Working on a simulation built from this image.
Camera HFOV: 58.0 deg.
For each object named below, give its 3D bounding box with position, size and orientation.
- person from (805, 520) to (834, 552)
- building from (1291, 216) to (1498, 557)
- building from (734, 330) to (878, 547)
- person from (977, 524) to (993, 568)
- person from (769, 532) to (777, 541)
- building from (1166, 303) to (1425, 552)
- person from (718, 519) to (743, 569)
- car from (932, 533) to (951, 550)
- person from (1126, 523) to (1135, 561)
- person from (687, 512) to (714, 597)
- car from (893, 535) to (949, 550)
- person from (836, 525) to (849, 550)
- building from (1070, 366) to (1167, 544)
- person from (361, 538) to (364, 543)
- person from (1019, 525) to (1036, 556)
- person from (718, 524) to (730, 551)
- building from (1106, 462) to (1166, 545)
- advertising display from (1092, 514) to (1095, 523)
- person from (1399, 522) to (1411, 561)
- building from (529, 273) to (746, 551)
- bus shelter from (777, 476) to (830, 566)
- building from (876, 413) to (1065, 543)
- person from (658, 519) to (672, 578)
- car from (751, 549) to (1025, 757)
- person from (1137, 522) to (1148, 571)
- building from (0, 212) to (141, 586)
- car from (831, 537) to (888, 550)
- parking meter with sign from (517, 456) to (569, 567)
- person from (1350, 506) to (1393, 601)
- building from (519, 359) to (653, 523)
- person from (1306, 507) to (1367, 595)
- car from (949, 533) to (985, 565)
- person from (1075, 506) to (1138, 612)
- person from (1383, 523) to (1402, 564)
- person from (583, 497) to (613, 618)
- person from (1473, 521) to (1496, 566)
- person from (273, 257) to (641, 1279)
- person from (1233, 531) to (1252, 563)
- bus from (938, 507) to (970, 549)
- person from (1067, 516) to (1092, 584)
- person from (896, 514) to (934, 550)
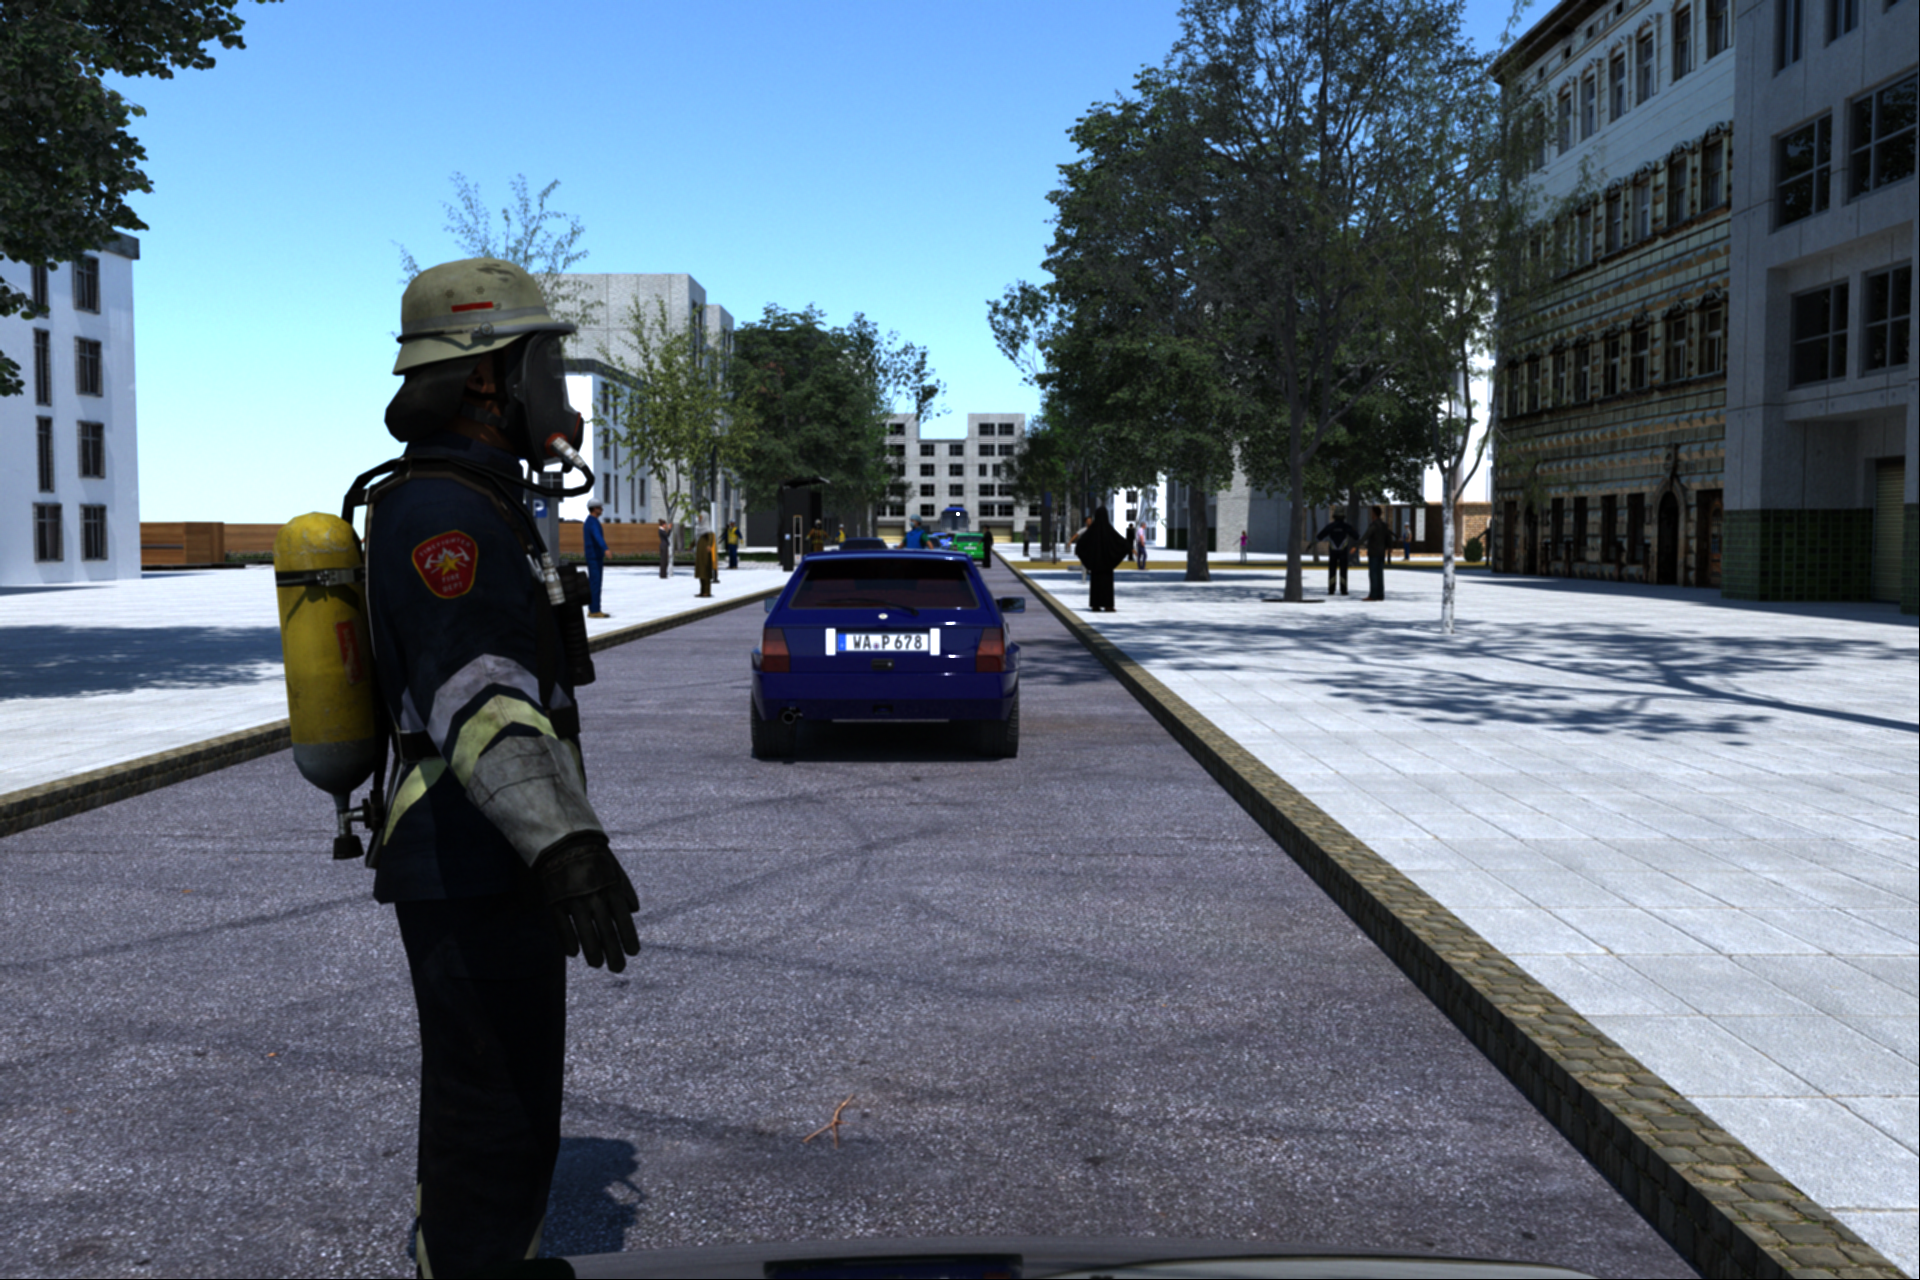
[{"bbox_3d":[-5.597,-3.834,68.461,1.354,1.858,0.705,-3,4,-36],"label":"person"},{"bbox_3d":[26.365,-15.502,109.878,16.016,20.090,11.380,0,4,0],"label":"building"},{"bbox_3d":[-24.122,-21.168,190.068,27.936,21.610,32.646,0,4,1],"label":"building"},{"bbox_3d":[1.116,-3.934,72.717,0.705,1.837,1.347,2,4,28],"label":"person"},{"bbox_3d":[-9.980,-5.518,96.407,1.347,1.806,0.705,1,4,21],"label":"person"},{"bbox_3d":[26.376,-16.489,136.052,16.747,18.905,31.486,0,4,0],"label":"building"},{"bbox_3d":[-8.385,-3.533,63.737,1.349,1.833,0.705,3,5,43],"label":"person"},{"bbox_3d":[-1.720,-8.220,143.981,1.945,1.707,3.694,0,4,0],"label":"car"},{"bbox_3d":[8.240,-4.707,83.139,0.705,1.806,1.347,-1,4,-19],"label":"person"},{"bbox_3d":[-5.272,-1.736,35.164,0.721,1.736,1.217,-2,4,-28],"label":"person"},{"bbox_3d":[-1.410,-3.118,62.975,2.014,1.417,4.499,0,4,1],"label":"car"},{"bbox_3d":[-5.996,-5.038,88.843,0.721,1.772,1.216,2,4,33],"label":"person"},{"bbox_3d":[24.676,-24.572,232.672,19.493,23.208,18.063,0,4,0],"label":"building"},{"bbox_3d":[-11.856,-1.794,35.505,0.704,1.807,1.345,2,4,30],"label":"person"},{"bbox_3d":[3.824,-5.703,99.378,0.705,1.813,1.348,3,5,44],"label":"person"},{"bbox_3d":[-13.104,-5.619,97.805,1.347,1.837,0.705,-3,5,-43],"label":"person"},{"bbox_3d":[23.126,-16.381,209.974,9.099,9.664,28.070,0,4,1],"label":"building"},{"bbox_3d":[4.398,-3.145,56.631,0.123,1.923,0.974,0,4,0],"label":"advertising display"},{"bbox_3d":[21.472,-4.740,83.354,0.705,1.847,1.347,0,4,-6],"label":"person"},{"bbox_3d":[-26.800,-16.330,133.449,16.747,18.905,31.486,0,4,0],"label":"building"},{"bbox_3d":[-6.602,-5.034,73.583,1.731,3.624,6.357,0,4,0],"label":"bus shelter"},{"bbox_3d":[1.131,-23.861,259.047,31.486,18.905,16.747,0,4,1],"label":"building"},{"bbox_3d":[-8.447,-2.638,49.983,0.742,1.727,0.445,3,5,40],"label":"person"},{"bbox_3d":[-0.483,0.007,12.468,1.945,1.354,3.894,0,4,0],"label":"car"},{"bbox_3d":[6.456,-3.314,61.169,0.436,1.711,0.756,0,4,5],"label":"person"},{"bbox_3d":[-24.274,-5.705,35.420,9.099,9.664,28.070,0,4,1],"label":"building"},{"bbox_3d":[-3.028,-2.553,54.322,1.945,1.354,3.894,0,4,0],"label":"car"},{"bbox_3d":[-6.924,-1.992,28.823,0.543,3.016,1.738,0,4,0],"label":"parking meter with sign"},{"bbox_3d":[7.950,-1.660,33.203,1.348,1.821,0.705,-3,5,-43],"label":"person"},{"bbox_3d":[-21.726,-9.481,97.160,9.099,9.664,28.070,0,4,1],"label":"building"},{"bbox_3d":[7.970,-1.871,36.461,1.351,1.845,0.704,1,4,17],"label":"person"},{"bbox_3d":[0.416,-4.261,78.469,1.959,1.807,4.718,0,4,-1],"label":"car"},{"bbox_3d":[2.386,-1.331,28.549,1.214,1.737,0.721,3,4,38],"label":"person"},{"bbox_3d":[18.128,-4.083,73.480,1.216,1.740,0.721,0,4,-3],"label":"person"},{"bbox_3d":[-5.578,-1.268,26.612,0.705,1.842,1.347,-1,4,-22],"label":"person"},{"bbox_3d":[21.570,-3.920,70.367,1.348,1.796,0.705,1,4,12],"label":"person"},{"bbox_3d":[-0.724,0.337,2.732,0.705,1.856,1.354,-1,4,-19],"label":"person"},{"bbox_3d":[12.682,-4.186,77.704,0.991,1.433,0.599,-2,4,-25],"label":"person"},{"bbox_3d":[-0.446,-10.417,161.860,2.896,3.916,12.251,0,4,1],"label":"bus"},{"bbox_3d":[3.342,-2.318,44.664,1.217,1.739,0.721,-1,4,-13],"label":"person"},{"bbox_3d":[-0.898,-1.554,33.987,0.704,1.817,1.347,-3,5,-43],"label":"person"}]
